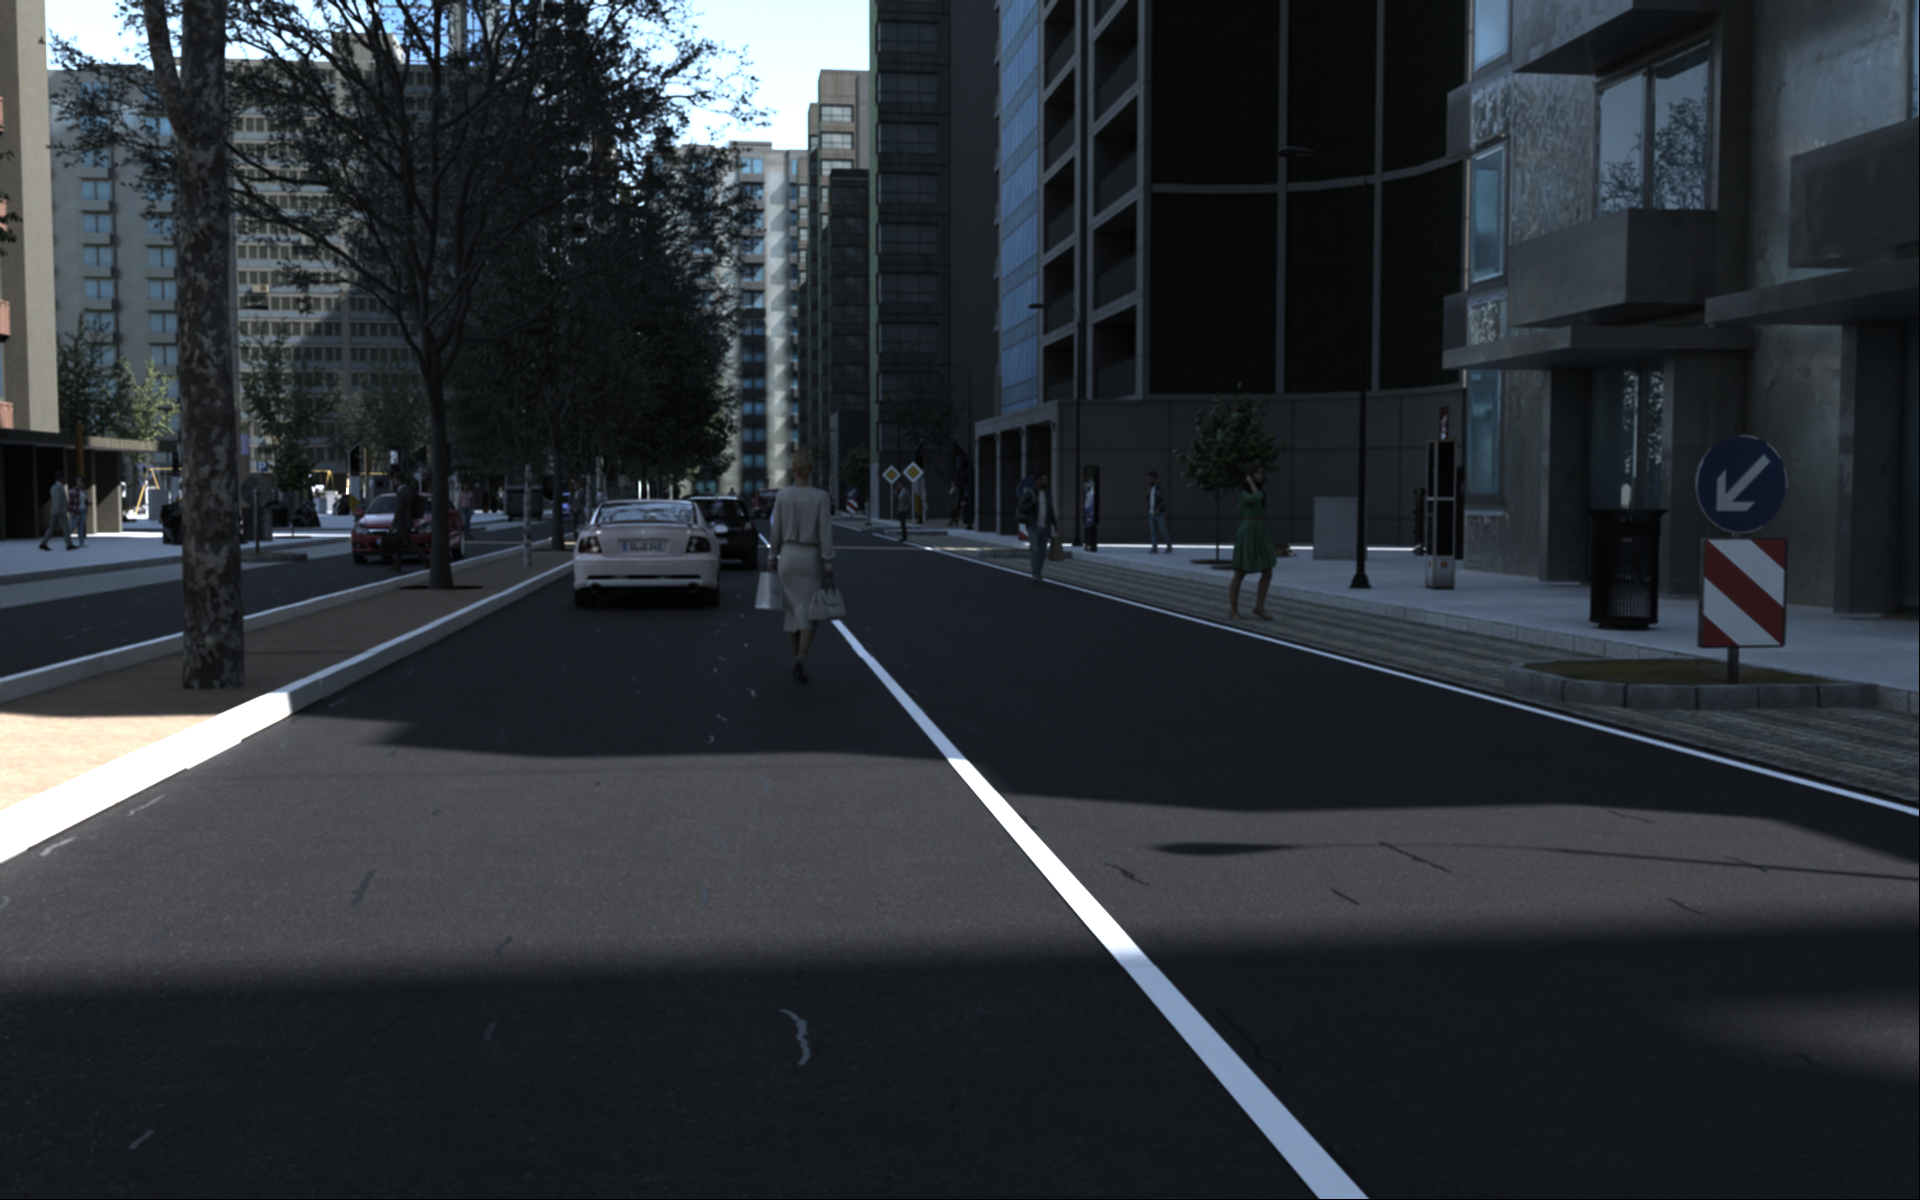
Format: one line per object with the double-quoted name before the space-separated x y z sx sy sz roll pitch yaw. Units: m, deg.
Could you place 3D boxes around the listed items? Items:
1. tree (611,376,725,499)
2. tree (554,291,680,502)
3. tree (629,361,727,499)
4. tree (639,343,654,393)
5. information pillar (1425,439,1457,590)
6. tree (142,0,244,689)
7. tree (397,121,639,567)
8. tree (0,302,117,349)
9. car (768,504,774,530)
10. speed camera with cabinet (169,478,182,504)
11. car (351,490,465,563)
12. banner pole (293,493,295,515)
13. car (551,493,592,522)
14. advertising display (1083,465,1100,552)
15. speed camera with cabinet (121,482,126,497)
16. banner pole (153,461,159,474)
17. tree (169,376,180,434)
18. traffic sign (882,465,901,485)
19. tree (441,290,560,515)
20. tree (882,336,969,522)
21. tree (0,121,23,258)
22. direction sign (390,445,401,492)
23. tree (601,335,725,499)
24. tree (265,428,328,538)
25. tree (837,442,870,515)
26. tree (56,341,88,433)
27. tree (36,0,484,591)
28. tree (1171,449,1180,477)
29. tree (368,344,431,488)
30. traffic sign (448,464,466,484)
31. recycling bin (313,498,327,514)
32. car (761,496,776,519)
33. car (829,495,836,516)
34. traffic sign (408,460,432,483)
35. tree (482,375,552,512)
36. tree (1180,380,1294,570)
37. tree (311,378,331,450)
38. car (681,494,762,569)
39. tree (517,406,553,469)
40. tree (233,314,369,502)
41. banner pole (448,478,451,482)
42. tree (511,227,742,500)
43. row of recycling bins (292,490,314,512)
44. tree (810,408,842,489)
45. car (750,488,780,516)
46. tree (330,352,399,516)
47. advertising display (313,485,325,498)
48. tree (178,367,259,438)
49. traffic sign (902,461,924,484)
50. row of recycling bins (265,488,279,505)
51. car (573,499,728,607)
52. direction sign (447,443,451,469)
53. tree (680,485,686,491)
"tree" -17.330 -10.921 99.137 7.486 12.596 7.792 0 3 0
"tree" -11.575 -6.353 56.683 4.737 8.622 4.395 0 3 0
"tree" -20.739 -12.990 121.496 9.857 13.997 8.962 0 3 0
"tree" -11.218 -6.069 52.049 4.360 8.622 3.978 0 3 0
"information pillar" 6.483 -1.153 23.343 0.304 2.012 0.304 0 4 -6
"tree" -6.845 -9.453 12.901 12.611 20.169 13.585 0 3 0
"tree" -8.504 -4.957 33.874 4.360 8.622 3.978 0 3 0
"tree" -35.134 -7.258 69.029 4.737 8.622 4.395 0 3 0
"car" -5.462 -2.963 58.036 1.945 1.707 3.694 -1 4 -9
"speed camera with cabinet" -46.488 -6.588 102.047 2.038 3.252 0.660 -1 4 -23
"car" -11.813 -1.723 37.206 2.155 1.783 4.494 0 4 -7
"banner pole" -33.605 -5.929 86.954 0.863 3.779 0.401 3 4 39
"car" -19.841 -4.829 88.537 1.945 1.707 3.694 0 4 -6
"advertising display" 2.923 -2.042 38.598 0.123 1.923 0.974 -1 4 -10
"speed camera with cabinet" -62.719 -8.190 128.234 0.660 3.252 2.038 1 4 13
"banner pole" -60.857 -8.631 131.140 0.863 3.779 0.401 3 4 36
"tree" -43.210 -8.616 91.240 4.737 8.622 4.395 0 3 0
"traffic sign" -2.709 -4.093 69.111 0.795 2.593 0.064 0 4 -8
"tree" -27.530 -12.140 105.145 9.857 13.997 8.962 0 3 0
"tree" -1.613 -7.944 80.253 4.360 8.622 3.978 0 3 0
"tree" -17.197 -4.748 27.996 4.737 8.622 4.395 0 3 0
"direction sign" -26.254 -5.423 80.665 0.379 3.537 0.876 1 4 11
"tree" -16.557 -9.464 91.603 8.767 10.594 7.601 0 4 -8
"tree" -19.524 -3.424 50.576 1.663 3.219 1.824 0 3 0
"tree" -6.028 -7.664 109.025 4.285 4.588 4.351 0 3 0
"tree" -44.280 -8.158 83.742 4.360 8.622 3.978 0 3 0
"tree" -7.748 -6.890 25.483 12.009 13.543 11.850 0 3 0
"tree" 4.657 -2.287 31.990 1.663 3.219 1.824 0 3 0
"tree" -27.380 -8.202 84.459 4.737 8.622 4.395 0 3 0
"traffic sign" -19.453 -3.955 66.861 0.795 2.593 0.064 0 4 -8
"recycling bin" -42.126 -6.194 113.822 0.722 1.027 0.722 2 4 25
"car" -10.475 -5.344 99.959 1.945 1.354 3.894 -1 4 -10
"car" -9.302 -6.495 115.974 2.009 1.686 4.222 0 4 -7
"traffic sign" -18.376 -3.471 58.949 0.795 2.593 0.064 0 4 -8
"tree" -30.474 -12.164 124.643 9.928 11.665 9.643 0 3 0
"tree" 4.804 -2.143 29.648 1.663 3.219 1.824 0 3 0
"tree" -35.484 -9.197 100.725 4.360 8.622 3.978 0 3 0
"car" -4.893 -1.492 34.176 2.009 1.686 4.222 -1 4 -9
"tree" -32.097 -12.347 136.285 7.601 10.594 8.767 -1 4 -8
"tree" -27.788 -7.385 71.107 4.737 8.622 4.395 0 3 0
"banner pole" -34.722 -7.816 117.808 0.401 3.779 0.863 -2 4 -32
"tree" -13.767 -9.259 70.845 9.611 12.733 9.660 0 3 0
"row of recycling bins" -35.879 -5.354 94.658 1.069 1.692 3.534 -2 4 -25
"tree" -10.774 -12.030 147.059 4.360 8.622 3.978 0 3 0
"car" -11.735 -5.985 106.533 2.281 1.827 5.304 -1 4 -8
"tree" -29.658 -8.580 90.642 4.360 8.622 3.978 0 3 0
"advertising display" -44.122 -6.952 118.883 0.974 1.923 0.123 -2 4 -34
"tree" -42.137 -9.099 99.132 4.360 8.622 3.978 0 3 0
"traffic sign" -1.632 -3.609 61.199 0.795 2.593 0.064 0 4 -8
"row of recycling bins" -42.721 -6.228 108.936 3.534 1.692 1.069 3 4 39
"car" -4.193 -0.682 23.520 2.083 1.381 4.827 0 4 -8
"direction sign" -22.750 -5.180 76.695 0.379 3.537 0.876 1 4 11
"tree" -18.319 -9.331 105.383 4.737 8.622 4.395 0 3 0
